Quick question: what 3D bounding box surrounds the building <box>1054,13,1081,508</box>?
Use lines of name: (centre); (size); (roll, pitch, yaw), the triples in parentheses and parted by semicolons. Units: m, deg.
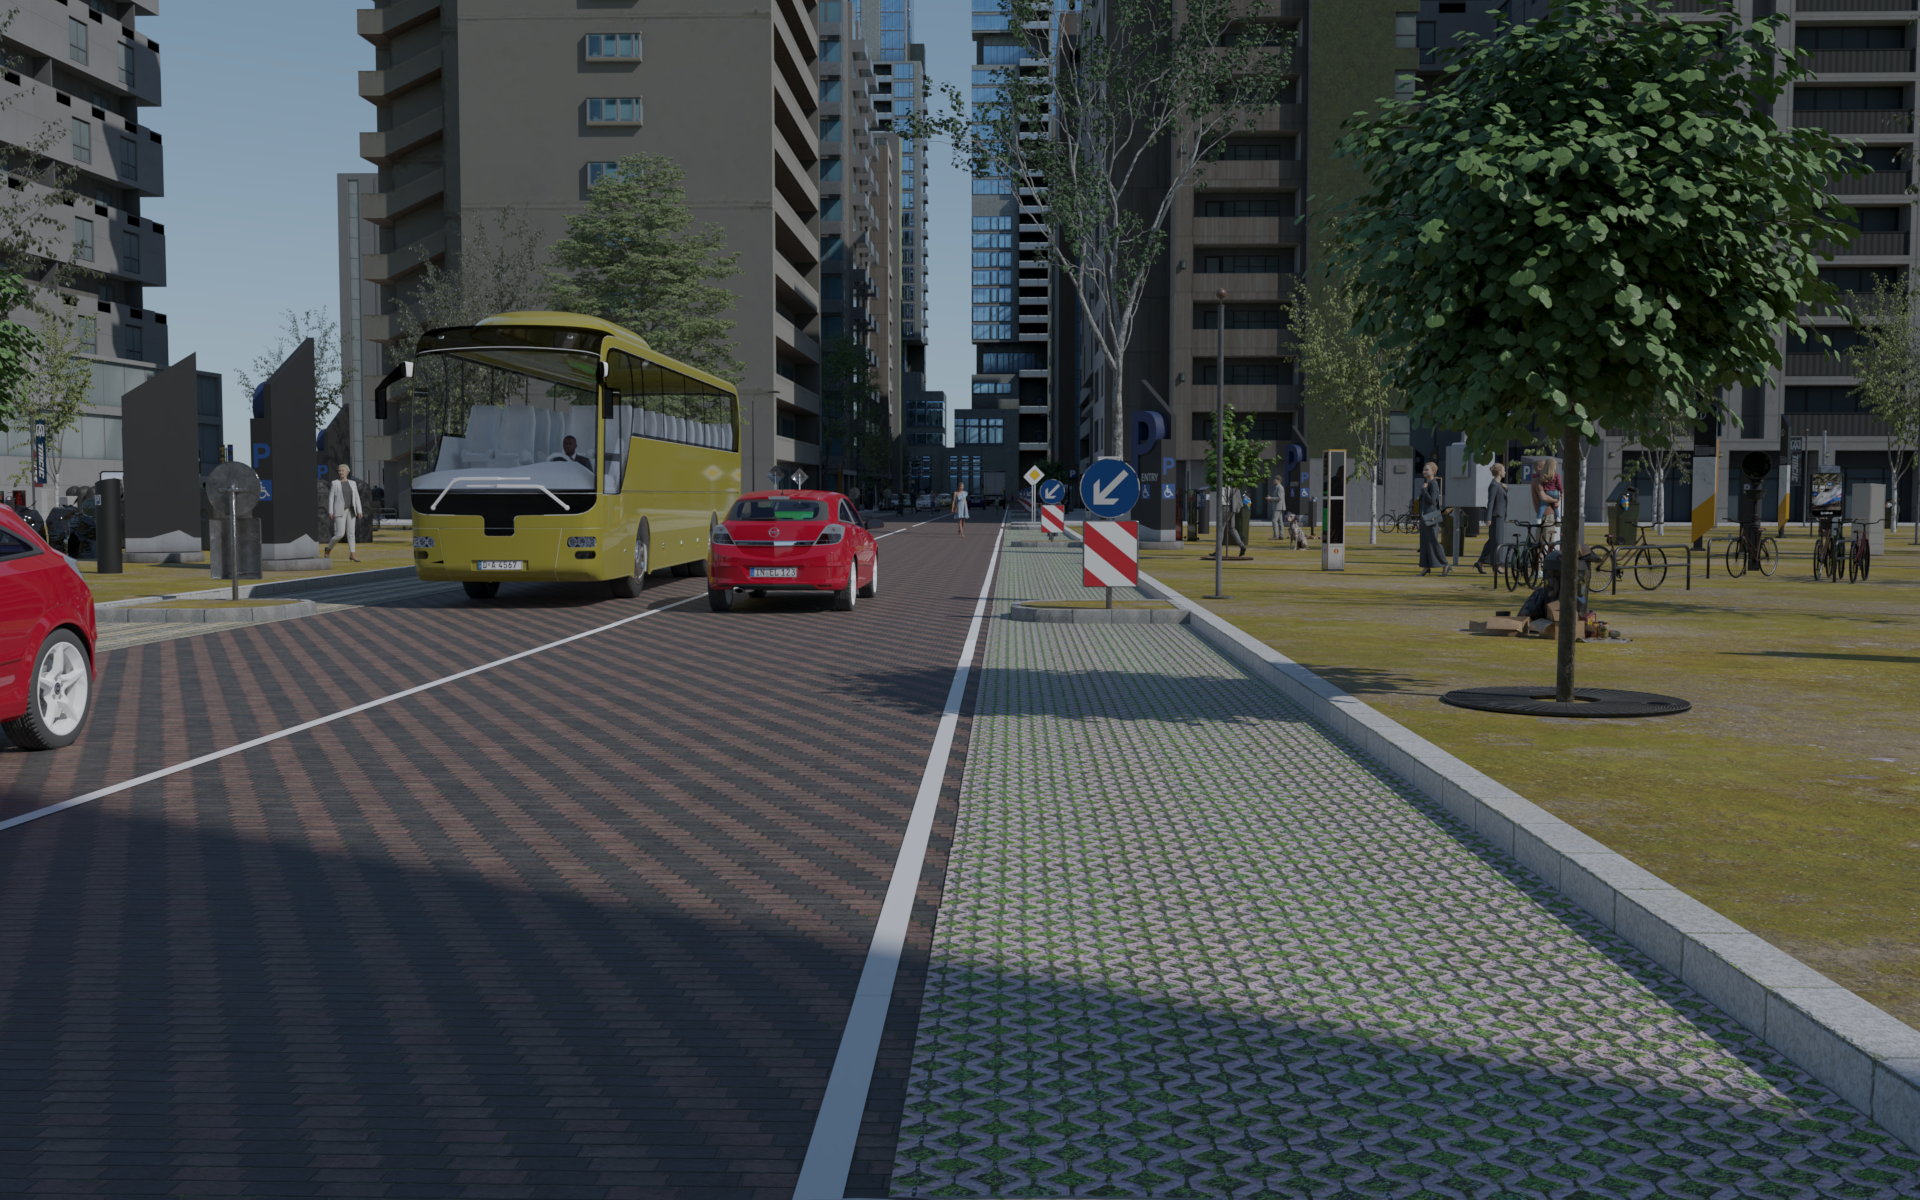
building: (15.837, -31.164, 159.643); (14.600, 45.320, 14.200); (0, 4, 2)

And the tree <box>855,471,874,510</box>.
tree: (-7.923, -9.212, 145.222); (1.663, 3.219, 1.824); (0, 3, 0)

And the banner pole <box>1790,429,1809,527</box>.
banner pole: (32.371, -4.697, 66.816); (0.863, 3.779, 0.401); (3, 5, 45)

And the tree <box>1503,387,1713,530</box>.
tree: (13.450, -5.335, 37.582); (4.737, 8.622, 4.395); (0, 3, 0)

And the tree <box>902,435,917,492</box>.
tree: (-6.810, -15.370, 201.660); (4.360, 8.622, 3.978); (0, 3, 0)

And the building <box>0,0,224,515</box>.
building: (-59.412, -30.728, 91.648); (27.495, 52.752, 28.713); (0, 4, 2)

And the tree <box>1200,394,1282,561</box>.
tree: (5.138, -2.382, 33.540); (1.663, 3.219, 1.824); (0, 3, 0)

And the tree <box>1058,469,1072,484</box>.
tree: (8.095, -8.722, 137.212); (1.663, 3.219, 1.824); (0, 3, 0)

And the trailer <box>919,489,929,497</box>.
trailer: (-4.010, -11.306, 191.899); (1.471, 1.999, 3.904); (0, 4, 3)

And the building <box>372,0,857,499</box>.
building: (-24.141, -26.576, 126.405); (32.217, 40.220, 23.993); (0, 4, 2)

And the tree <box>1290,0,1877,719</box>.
tree: (3.622, -1.638, 10.492); (4.285, 4.588, 4.351); (0, 3, 0)

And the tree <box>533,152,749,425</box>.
tree: (-10.861, -8.571, 58.264); (7.486, 12.596, 7.792); (0, 3, 0)

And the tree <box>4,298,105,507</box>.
tree: (-33.483, -6.932, 63.701); (4.737, 8.622, 4.395); (0, 3, 0)

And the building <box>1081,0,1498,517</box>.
building: (21.477, -31.636, 106.494); (28.713, 52.752, 27.495); (0, 4, 2)

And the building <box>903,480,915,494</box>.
building: (-20.725, -34.385, 216.822); (28.867, 44.769, 22.147); (0, 4, 2)

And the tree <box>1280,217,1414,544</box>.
tree: (10.441, -5.763, 44.580); (4.737, 8.622, 4.395); (0, 3, 0)

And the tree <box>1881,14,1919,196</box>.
tree: (11.562, -4.076, 17.011); (4.360, 8.622, 3.978); (0, 3, 0)

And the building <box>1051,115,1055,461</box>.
building: (16.951, -30.952, 189.656); (14.154, 41.232, 14.086); (0, 4, 2)

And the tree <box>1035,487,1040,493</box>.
tree: (8.457, -11.315, 179.596); (1.663, 3.219, 1.824); (0, 3, 0)

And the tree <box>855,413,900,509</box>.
tree: (-7.171, -12.136, 148.781); (4.737, 8.622, 4.395); (0, 3, 0)

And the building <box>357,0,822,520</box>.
building: (-19.283, -28.695, 92.868); (21.300, 48.544, 21.600); (0, 4, 2)

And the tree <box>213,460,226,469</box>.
tree: (-42.049, -6.403, 99.295); (1.663, 3.219, 1.824); (0, 3, 0)

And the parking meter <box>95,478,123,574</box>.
parking meter: (-13.754, -1.197, 27.982); (0.372, 1.533, 0.369); (0, 3, 0)

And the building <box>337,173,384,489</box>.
building: (-70.296, -32.979, 222.806); (14.086, 41.232, 14.154); (0, 4, 2)

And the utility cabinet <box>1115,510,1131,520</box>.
utility cabinet: (4.516, -2.069, 44.997); (1.020, 1.237, 0.306); (3, 4, 39)

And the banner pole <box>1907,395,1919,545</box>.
banner pole: (24.183, -3.268, 43.449); (0.401, 3.779, 0.863); (0, 3, 0)

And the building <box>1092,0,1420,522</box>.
building: (13.749, -19.131, 84.487); (14.107, 30.474, 14.160); (0, 4, 2)

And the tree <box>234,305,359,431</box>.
tree: (-25.327, -7.120, 66.772); (4.360, 8.622, 3.978); (0, 3, 0)

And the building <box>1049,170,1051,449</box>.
building: (22.160, -36.202, 211.503); (23.786, 49.044, 30.456); (0, 4, 2)

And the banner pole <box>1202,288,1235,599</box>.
banner pole: (3.213, -1.920, 21.410); (0.401, 3.779, 0.863); (1, 4, 9)

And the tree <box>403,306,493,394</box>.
tree: (-18.883, -7.120, 66.781); (4.737, 8.622, 4.395); (0, 3, 0)

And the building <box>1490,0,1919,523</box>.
building: (39.163, -39.539, 84.723); (20.611, 71.187, 20.563); (0, 4, 2)

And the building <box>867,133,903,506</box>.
building: (-13.778, -31.019, 190.758); (14.154, 41.232, 14.086); (0, 4, 2)

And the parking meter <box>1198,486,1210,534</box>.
parking meter: (7.838, -2.892, 55.689); (0.372, 1.533, 0.369); (0, 3, 0)

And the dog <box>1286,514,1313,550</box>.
dog: (7.848, -1.544, 39.622); (0.800, 0.831, 0.513); (0, 4, 7)

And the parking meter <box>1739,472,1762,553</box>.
parking meter: (17.204, -1.957, 37.709); (0.255, 1.863, 0.399); (-1, 4, -23)

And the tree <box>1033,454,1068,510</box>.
tree: (7.325, -9.740, 142.965); (4.285, 4.588, 4.351); (0, 3, 0)

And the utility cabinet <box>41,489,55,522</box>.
utility cabinet: (-41.594, -4.303, 79.032); (0.318, 1.500, 1.173); (-1, 4, -13)

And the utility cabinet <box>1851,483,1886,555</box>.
utility cabinet: (19.122, -1.699, 36.458); (0.318, 1.500, 1.173); (1, 4, 11)

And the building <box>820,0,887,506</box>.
building: (-19.590, -33.562, 168.351); (23.786, 49.044, 30.456); (0, 4, 2)

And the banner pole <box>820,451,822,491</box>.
banner pole: (-8.106, -6.809, 101.350); (0.401, 3.779, 0.863); (0, 4, -4)

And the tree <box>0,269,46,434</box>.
tree: (-12.197, -2.196, 19.622); (4.285, 4.588, 4.351); (0, 3, 0)

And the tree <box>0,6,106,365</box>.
tree: (-14.814, -4.563, 24.963); (4.360, 8.622, 3.978); (0, 3, 0)

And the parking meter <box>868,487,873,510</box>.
parking meter: (-7.105, -8.057, 137.442); (0.399, 1.863, 0.255); (2, 4, 30)

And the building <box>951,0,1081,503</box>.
building: (13.429, -57.108, 246.394); (31.000, 86.520, 22.319); (0, 4, 2)

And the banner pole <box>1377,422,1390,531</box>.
banner pole: (14.730, -4.307, 60.429); (0.401, 3.779, 0.863); (-1, 4, -12)

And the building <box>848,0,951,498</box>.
building: (-17.568, -57.143, 246.962); (31.000, 86.520, 22.319); (0, 4, 2)

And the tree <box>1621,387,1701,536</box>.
tree: (21.481, -6.290, 53.199); (4.360, 8.622, 3.978); (0, 3, 0)

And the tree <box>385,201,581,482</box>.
tree: (-11.549, -5.665, 42.982); (4.360, 8.622, 3.978); (0, 3, 0)

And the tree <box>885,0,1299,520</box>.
tree: (3.875, -12.364, 58.047); (12.611, 20.169, 13.585); (0, 3, 0)

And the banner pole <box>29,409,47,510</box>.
banner pole: (-27.330, -3.751, 51.349); (0.401, 3.779, 0.863); (0, 4, 7)

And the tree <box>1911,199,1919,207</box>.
tree: (19.704, -5.011, 32.299); (4.737, 8.622, 4.395); (0, 3, 0)

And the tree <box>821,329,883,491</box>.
tree: (-8.373, -11.194, 108.770); (9.928, 11.665, 9.643); (0, 3, 0)

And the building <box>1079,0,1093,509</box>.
building: (20.731, -31.526, 139.146); (21.300, 48.544, 21.600); (0, 4, 2)
